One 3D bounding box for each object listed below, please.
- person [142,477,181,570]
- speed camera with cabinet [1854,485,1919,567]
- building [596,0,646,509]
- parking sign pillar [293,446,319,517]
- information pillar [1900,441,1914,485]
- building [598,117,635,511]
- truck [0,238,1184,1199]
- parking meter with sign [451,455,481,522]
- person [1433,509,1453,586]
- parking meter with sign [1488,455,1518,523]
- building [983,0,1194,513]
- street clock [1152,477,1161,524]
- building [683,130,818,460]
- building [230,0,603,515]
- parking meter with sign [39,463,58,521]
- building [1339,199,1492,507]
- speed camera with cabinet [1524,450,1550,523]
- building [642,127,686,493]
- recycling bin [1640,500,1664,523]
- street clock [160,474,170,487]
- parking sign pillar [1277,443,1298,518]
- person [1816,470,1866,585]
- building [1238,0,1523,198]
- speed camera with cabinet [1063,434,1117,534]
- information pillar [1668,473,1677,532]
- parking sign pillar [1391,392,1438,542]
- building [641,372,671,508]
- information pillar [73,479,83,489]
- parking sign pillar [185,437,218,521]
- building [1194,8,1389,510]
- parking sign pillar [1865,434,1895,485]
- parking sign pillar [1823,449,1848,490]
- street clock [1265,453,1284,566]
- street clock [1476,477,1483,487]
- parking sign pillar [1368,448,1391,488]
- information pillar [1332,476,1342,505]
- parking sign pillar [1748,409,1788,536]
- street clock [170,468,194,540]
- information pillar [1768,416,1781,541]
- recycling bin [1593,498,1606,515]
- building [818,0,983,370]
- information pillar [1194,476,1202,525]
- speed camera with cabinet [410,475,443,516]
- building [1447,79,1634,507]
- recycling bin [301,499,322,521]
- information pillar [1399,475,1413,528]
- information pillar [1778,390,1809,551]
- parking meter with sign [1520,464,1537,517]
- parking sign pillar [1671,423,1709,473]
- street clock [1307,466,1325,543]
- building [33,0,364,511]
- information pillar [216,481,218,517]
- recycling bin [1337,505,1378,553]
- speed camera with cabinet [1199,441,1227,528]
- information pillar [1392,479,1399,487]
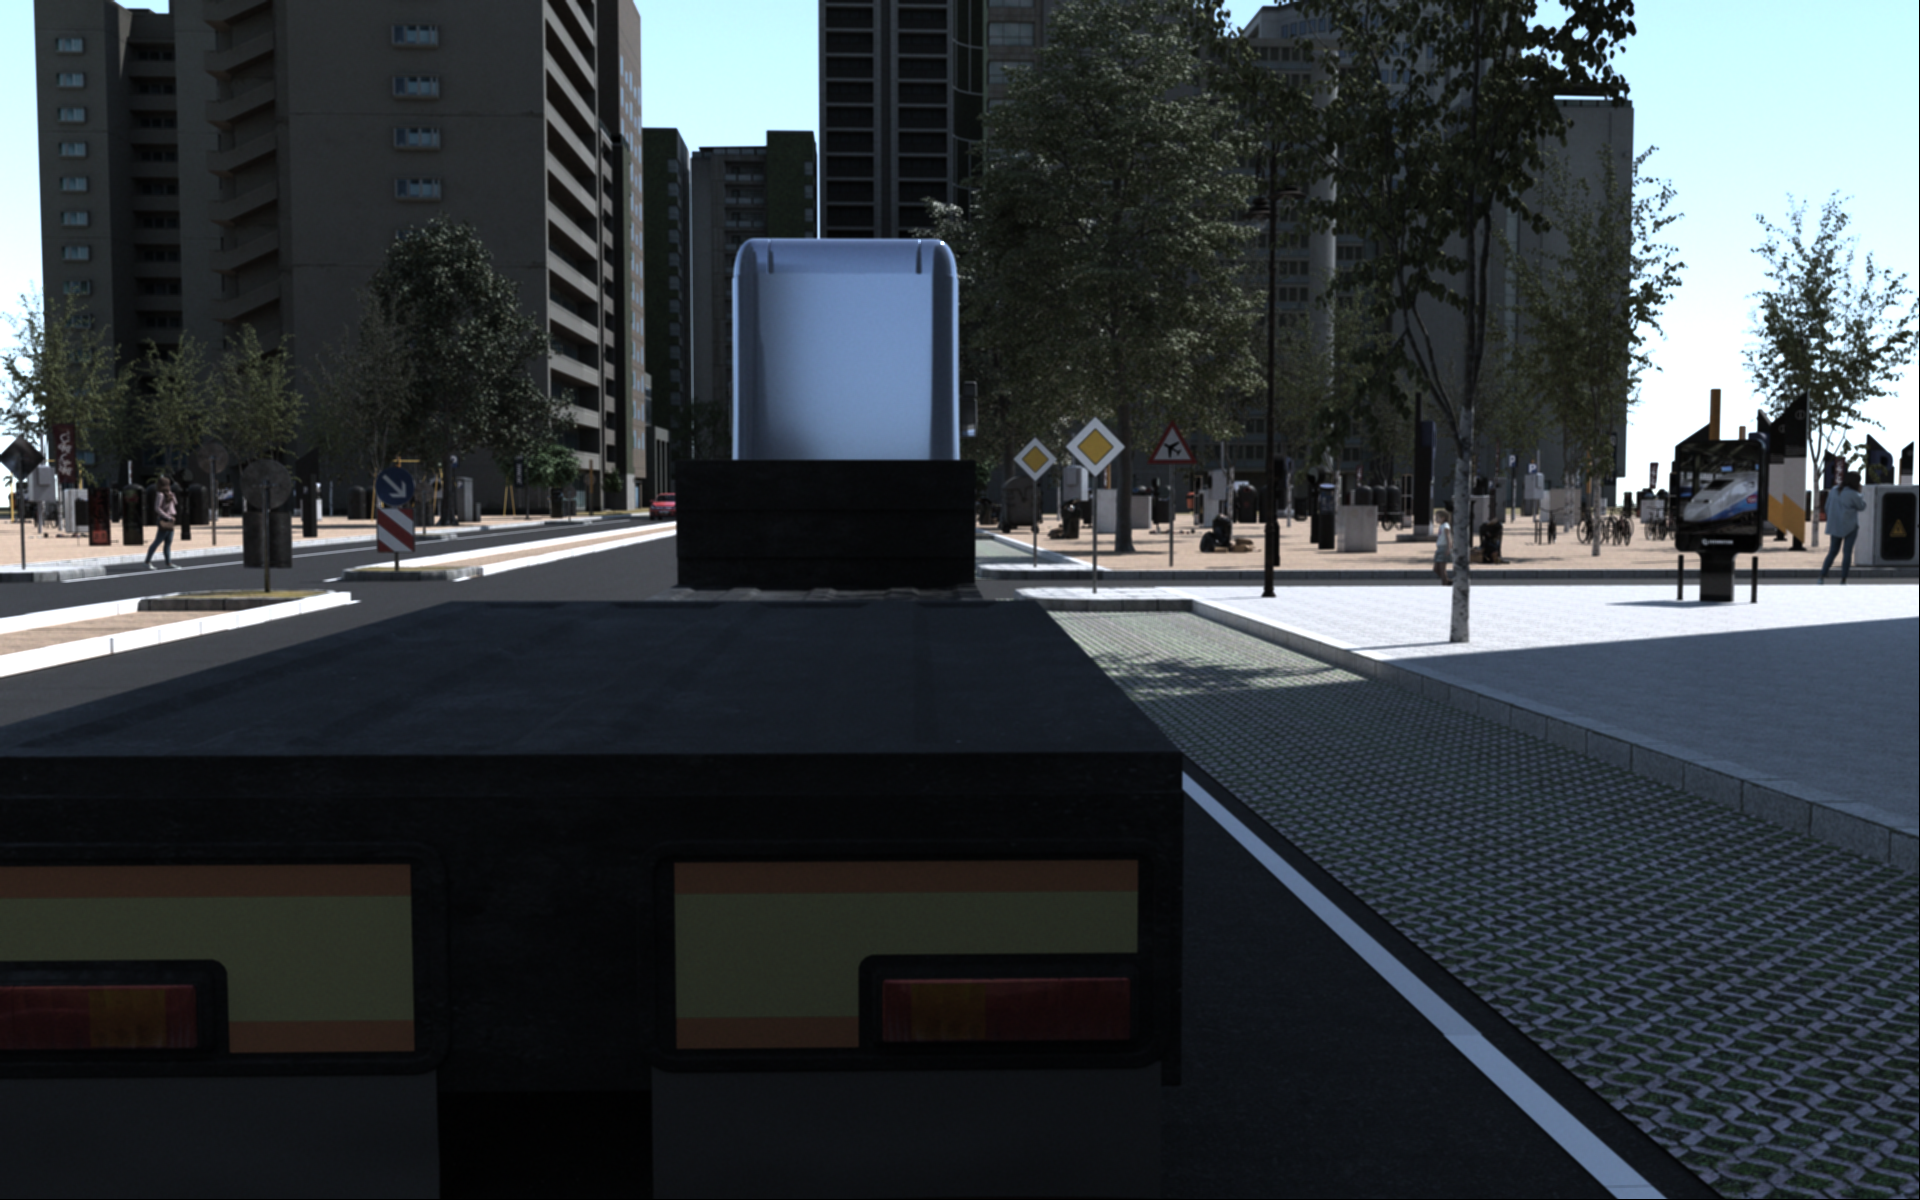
[{"bbox_3d":[-15.185,-1.456,32.893,0.643,1.750,0.593,-1,4,-16],"label":"person"},{"bbox_3d":[16.961,-2.220,30.634,2.038,3.252,0.660,0,4,-8],"label":"speed camera with cabinet"},{"bbox_3d":[-34.636,-30.357,146.455,14.600,45.320,14.200,0,4,-3],"label":"building"},{"bbox_3d":[-36.442,-6.611,96.557,1.447,3.967,1.447,-3,4,-37],"label":"parking sign pillar"},{"bbox_3d":[41.286,-5.147,75.501,0.504,3.616,0.183,1,4,18],"label":"information pillar"},{"bbox_3d":[-33.063,-22.079,132.695,14.160,30.474,14.107,0,4,-3],"label":"building"},{"bbox_3d":[-1.046,-1.392,12.513,2.967,4.110,18.799,0,4,-2],"label":"truck"},{"bbox_3d":[-22.471,-5.040,78.659,0.543,3.016,1.738,1,4,20],"label":"parking meter with sign"},{"bbox_3d":[6.995,-0.693,24.839,0.382,1.210,0.505,0,4,2],"label":"person"},{"bbox_3d":[23.624,-4.893,76.254,1.738,3.016,0.543,-1,4,-18],"label":"parking meter with sign"},{"bbox_3d":[8.518,-26.895,123.333,14.154,41.232,14.086,0,4,-3],"label":"building"},{"bbox_3d":[8.346,-4.226,73.671,0.358,2.002,0.471,2,4,27],"label":"street clock"},{"bbox_3d":[-23.246,-31.442,197.669,14.086,41.232,14.154,0,4,-3],"label":"building"},{"bbox_3d":[-36.104,-29.965,113.636,21.300,48.544,21.600,0,4,-3],"label":"building"},{"bbox_3d":[-44.265,-5.370,84.062,1.738,3.016,0.543,2,4,32],"label":"parking meter with sign"},{"bbox_3d":[43.803,-24.560,173.251,14.107,30.474,14.160,0,4,-3],"label":"building"},{"bbox_3d":[26.404,-5.134,78.271,2.038,3.252,0.660,-2,4,-32],"label":"speed camera with cabinet"},{"bbox_3d":[-37.978,-31.351,196.188,14.086,41.232,14.154,0,4,-3],"label":"building"},{"bbox_3d":[30.463,-3.894,76.218,0.722,1.027,0.722,-3,4,-39],"label":"recycling bin"},{"bbox_3d":[-28.410,-3.511,61.971,0.358,2.002,0.471,-3,5,-41],"label":"street clock"},{"bbox_3d":[17.261,-6.310,91.647,1.447,3.967,1.447,2,4,34],"label":"parking sign pillar"},{"bbox_3d":[13.570,-1.096,26.689,0.793,1.790,0.793,2,4,27],"label":"person"},{"bbox_3d":[47.944,-40.464,203.584,28.212,58.520,21.231,0,4,-3],"label":"building"},{"bbox_3d":[4.397,-3.800,56.464,2.038,3.252,0.660,2,4,29],"label":"speed camera with cabinet"},{"bbox_3d":[24.465,-3.355,59.339,0.304,2.012,0.304,2,4,33],"label":"information pillar"},{"bbox_3d":[12.482,-3.551,46.531,1.447,3.967,1.447,1,4,20],"label":"parking sign pillar"},{"bbox_3d":[-44.389,-51.976,162.472,31.000,86.520,22.319,0,4,-3],"label":"building"},{"bbox_3d":[-42.223,-4.798,82.937,0.304,2.012,0.304,0,4,7],"label":"information pillar"},{"bbox_3d":[-35.942,-5.719,81.971,1.447,3.967,1.447,3,5,40],"label":"parking sign pillar"},{"bbox_3d":[16.011,-27.579,142.791,32.217,40.220,23.993,0,4,-3],"label":"building"},{"bbox_3d":[41.213,-5.451,77.602,1.447,3.967,1.447,-1,4,-20],"label":"parking sign pillar"},{"bbox_3d":[51.781,-6.968,102.396,1.447,3.967,1.447,1,4,22],"label":"parking sign pillar"},{"bbox_3d":[5.576,-1.601,30.748,0.358,2.002,0.471,0,4,-2],"label":"street clock"},{"bbox_3d":[22.554,-4.335,75.446,0.358,2.002,0.471,-1,4,-18],"label":"street clock"},{"bbox_3d":[23.244,-6.561,95.740,1.447,3.967,1.447,0,4,-5],"label":"parking sign pillar"},{"bbox_3d":[15.344,-4.040,70.545,0.304,2.012,0.304,2,4,31],"label":"information pillar"},{"bbox_3d":[25.060,-4.008,54.006,1.447,3.967,1.447,0,4,-1],"label":"parking sign pillar"},{"bbox_3d":[-21.569,-2.669,48.201,0.358,2.002,0.471,3,4,36],"label":"street clock"},{"bbox_3d":[22.459,-3.434,47.494,0.504,3.616,0.183,2,4,26],"label":"information pillar"},{"bbox_3d":[38.651,-5.631,104.627,0.722,1.027,0.722,1,4,22],"label":"recycling bin"},{"bbox_3d":[-5.741,-46.617,200.433,20.611,71.187,20.563,0,4,-3],"label":"building"},{"bbox_3d":[9.752,-4.064,70.933,0.304,2.012,0.304,1,4,14],"label":"information pillar"},{"bbox_3d":[-30.954,-6.462,99.993,2.038,3.252,0.660,-1,4,-20],"label":"speed camera with cabinet"},{"bbox_3d":[57.853,-30.035,174.660,14.086,41.232,14.154,0,4,-3],"label":"building"},{"bbox_3d":[-30.984,-4.293,82.738,0.722,1.027,0.722,1,4,9],"label":"recycling bin"},{"bbox_3d":[16.894,-3.730,65.483,0.304,2.012,0.304,-1,4,-15],"label":"information pillar"},{"bbox_3d":[18.919,-2.926,39.197,0.504,3.616,0.183,3,5,44],"label":"information pillar"},{"bbox_3d":[32.688,-6.327,99.705,0.543,3.016,1.738,0,4,3],"label":"parking meter with sign"},{"bbox_3d":[27.676,-4.719,65.630,1.447,3.967,1.447,0,4,-1],"label":"parking sign pillar"},{"bbox_3d":[9.267,-2.479,45.099,0.358,2.002,0.471,-2,4,-27],"label":"street clock"},{"bbox_3d":[-71.042,-33.013,163.461,21.600,48.544,21.300,0,4,-3],"label":"building"},{"bbox_3d":[-40.428,-5.462,93.798,0.304,2.012,0.304,0,4,8],"label":"information pillar"},{"bbox_3d":[8.773,-1.573,38.267,0.722,1.027,0.722,0,4,-3],"label":"recycling bin"},{"bbox_3d":[9.593,-4.373,65.833,0.660,3.252,2.038,0,4,-6],"label":"speed camera with cabinet"},{"bbox_3d":[21.933,-5.052,87.099,0.304,2.012,0.304,-1,4,-13],"label":"information pillar"}]
